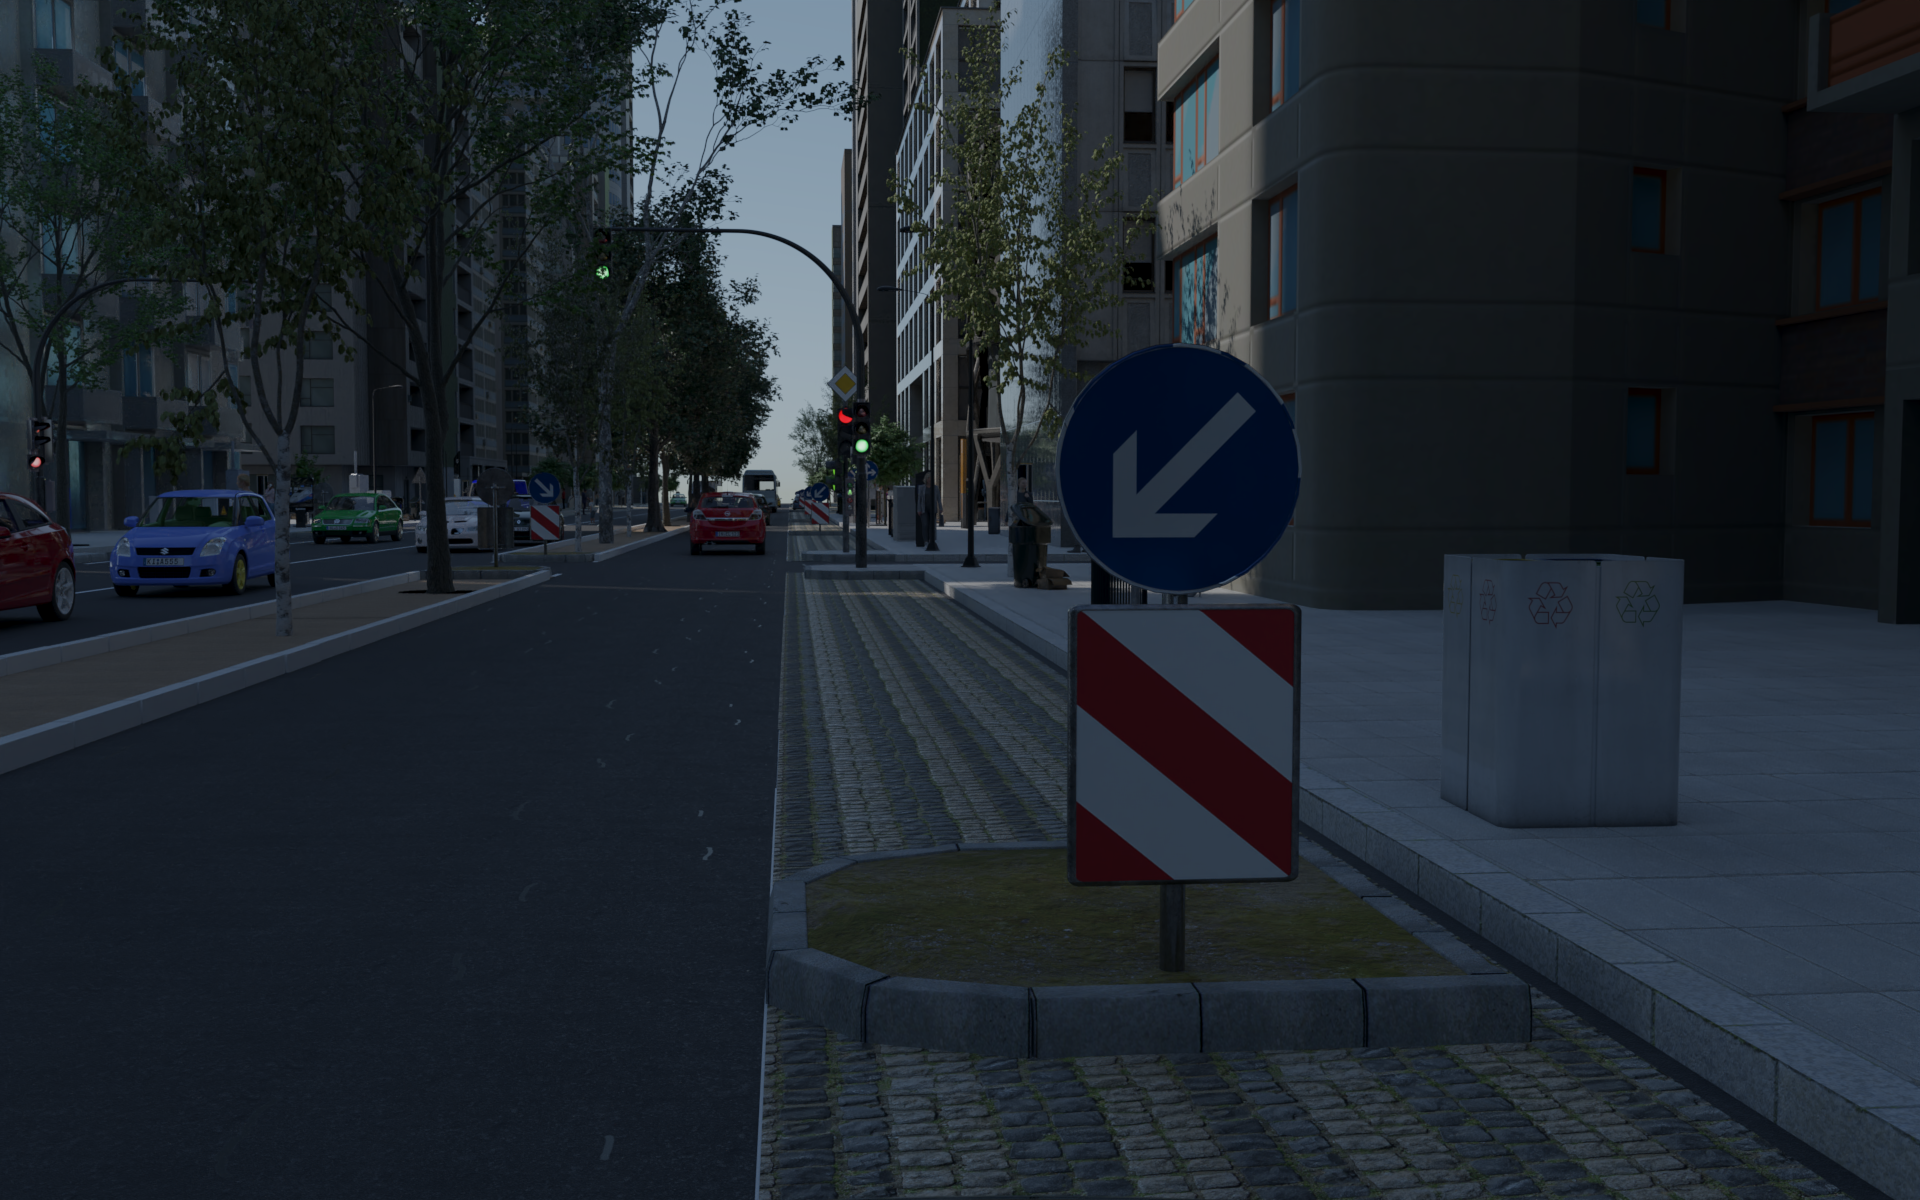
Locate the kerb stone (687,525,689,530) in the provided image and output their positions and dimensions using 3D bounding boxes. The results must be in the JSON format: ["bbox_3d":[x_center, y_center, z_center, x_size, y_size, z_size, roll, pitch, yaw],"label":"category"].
[{"bbox_3d":[-10.662,-2.731,66.899,0.120,0.150,1.000,0,4,-6],"label":"kerb stone"}]

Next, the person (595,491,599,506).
[{"bbox_3d":[-39.697,-11.039,189.712,0.721,1.735,1.217,-3,5,-41],"label":"person"}]

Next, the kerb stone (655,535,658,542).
[{"bbox_3d":[-9.164,-1.797,51.596,0.120,0.150,1.000,0,4,-6],"label":"kerb stone"}]

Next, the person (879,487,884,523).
[{"bbox_3d":[-3.422,-4.226,75.712,0.524,1.755,0.480,3,5,40],"label":"person"}]

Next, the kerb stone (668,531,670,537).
[{"bbox_3d":[-9.664,-2.110,56.692,0.120,0.150,1.000,0,4,-6],"label":"kerb stone"}]

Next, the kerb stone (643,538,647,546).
[{"bbox_3d":[-8.761,-1.548,47.513,0.120,0.150,1.000,0,4,-6],"label":"kerb stone"}]

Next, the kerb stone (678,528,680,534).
[{"bbox_3d":[-10.160,-2.422,61.795,0.120,0.150,1.000,0,4,-6],"label":"kerb stone"}]

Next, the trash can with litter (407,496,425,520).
[{"bbox_3d":[-26.897,-4.517,85.244,0.624,1.170,1.055,1,4,17],"label":"trash can with litter"}]

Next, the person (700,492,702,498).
[{"bbox_3d":[-21.130,-8.028,141.227,0.415,1.643,0.593,2,4,30],"label":"person"}]

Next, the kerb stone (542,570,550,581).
[{"bbox_3d":[-6.907,-0.393,28.614,0.120,0.150,1.000,0,4,-6],"label":"kerb stone"}]

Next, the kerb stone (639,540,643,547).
[{"bbox_3d":[-8.670,-1.486,46.495,0.120,0.150,1.000,0,4,-6],"label":"kerb stone"}]

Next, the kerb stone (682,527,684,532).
[{"bbox_3d":[-10.367,-2.546,63.830,0.120,0.150,1.000,0,4,-6],"label":"kerb stone"}]

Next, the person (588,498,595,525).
[{"bbox_3d":[-17.241,-4.154,81.097,0.332,1.250,0.352,-2,4,-25],"label":"person"}]

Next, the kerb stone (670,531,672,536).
[{"bbox_3d":[-9.764,-2.168,57.709,0.120,0.150,1.000,0,4,-6],"label":"kerb stone"}]

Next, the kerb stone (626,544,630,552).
[{"bbox_3d":[-8.257,-1.237,42.416,0.120,0.150,1.000,0,4,-6],"label":"kerb stone"}]

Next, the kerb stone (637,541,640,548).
[{"bbox_3d":[-8.567,-1.421,45.477,0.120,0.150,1.000,0,4,-6],"label":"kerb stone"}]

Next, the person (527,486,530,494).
[{"bbox_3d":[-29.784,-6.936,119.535,0.705,1.814,1.350,0,4,5],"label":"person"}]

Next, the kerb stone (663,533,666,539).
[{"bbox_3d":[-9.464,-1.985,54.647,0.120,0.150,1.000,0,4,-6],"label":"kerb stone"}]

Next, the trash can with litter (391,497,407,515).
[{"bbox_3d":[-25.053,-4.012,76.977,0.624,1.170,1.055,-1,4,-19],"label":"trash can with litter"}]

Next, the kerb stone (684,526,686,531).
[{"bbox_3d":[-10.460,-2.609,64.856,0.120,0.150,1.000,0,4,-6],"label":"kerb stone"}]

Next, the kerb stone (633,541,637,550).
[{"bbox_3d":[-8.461,-1.362,44.457,0.120,0.150,1.000,0,4,-6],"label":"kerb stone"}]

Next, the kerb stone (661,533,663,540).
[{"bbox_3d":[-9.366,-1.922,53.630,0.120,0.150,1.000,0,4,-6],"label":"kerb stone"}]

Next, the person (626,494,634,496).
[{"bbox_3d":[-40.047,-12.423,209.876,1.217,1.743,0.721,0,4,4],"label":"person"}]

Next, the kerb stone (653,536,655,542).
[{"bbox_3d":[-9.067,-1.736,50.579,0.120,0.150,1.000,0,4,-6],"label":"kerb stone"}]

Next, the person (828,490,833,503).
[{"bbox_3d":[-13.788,-10.704,181.765,1.217,1.743,0.721,2,4,27],"label":"person"}]

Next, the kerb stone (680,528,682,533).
[{"bbox_3d":[-10.267,-2.483,62.813,0.120,0.150,1.000,0,4,-6],"label":"kerb stone"}]

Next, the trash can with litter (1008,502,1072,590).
[{"bbox_3d":[1.137,-0.745,23.568,0.624,1.170,1.055,-3,4,-36],"label":"trash can with litter"}]

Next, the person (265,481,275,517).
[{"bbox_3d":[-24.864,-3.428,62.680,0.643,1.750,0.593,-1,4,-19],"label":"person"}]

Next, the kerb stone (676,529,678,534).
[{"bbox_3d":[-10.072,-2.348,60.767,0.120,0.150,1.000,0,4,-6],"label":"kerb stone"}]

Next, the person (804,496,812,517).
[{"bbox_3d":[-9.435,-6.043,107.650,0.601,1.785,0.444,-1,4,-23],"label":"person"}]

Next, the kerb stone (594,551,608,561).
[{"bbox_3d":[-7.763,-0.925,37.316,0.120,0.150,1.000,0,4,-6],"label":"kerb stone"}]

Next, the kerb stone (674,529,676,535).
[{"bbox_3d":[-9.963,-2.297,59.750,0.120,0.150,1.000,0,4,-6],"label":"kerb stone"}]

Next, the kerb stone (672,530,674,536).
[{"bbox_3d":[-9.864,-2.234,58.726,0.120,0.150,1.000,0,4,-6],"label":"kerb stone"}]

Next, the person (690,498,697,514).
[{"bbox_3d":[-13.182,-4.434,85.659,0.362,1.253,0.373,-2,4,-30],"label":"person"}]

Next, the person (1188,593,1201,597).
[{"bbox_3d":[2.871,-0.929,21.577,0.374,1.781,0.599,0,4,4],"label":"person"}]

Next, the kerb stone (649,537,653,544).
[{"bbox_3d":[-8.960,-1.673,49.552,0.120,0.150,1.000,0,4,-6],"label":"kerb stone"}]

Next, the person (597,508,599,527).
[{"bbox_3d":[-15.728,-4.107,76.394,0.466,1.731,0.760,2,4,29],"label":"person"}]

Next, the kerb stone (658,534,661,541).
[{"bbox_3d":[-9.259,-1.859,52.614,0.120,0.150,1.000,0,4,-6],"label":"kerb stone"}]

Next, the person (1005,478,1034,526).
[{"bbox_3d":[1.250,-1.654,35.957,0.576,1.772,0.534,-1,4,-21],"label":"person"}]

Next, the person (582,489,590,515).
[{"bbox_3d":[-25.945,-6.796,120.063,0.568,1.767,0.683,-2,4,-28],"label":"person"}]

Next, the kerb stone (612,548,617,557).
[{"bbox_3d":[-7.961,-1.049,39.353,0.120,0.150,1.000,0,4,-6],"label":"kerb stone"}]

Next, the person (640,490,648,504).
[{"bbox_3d":[-40.084,-13.060,219.656,1.350,1.814,0.705,2,4,24],"label":"person"}]

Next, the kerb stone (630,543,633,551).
[{"bbox_3d":[-8.364,-1.299,43.432,0.120,0.150,1.000,0,4,-6],"label":"kerb stone"}]

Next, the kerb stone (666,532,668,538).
[{"bbox_3d":[-9.563,-2.041,55.665,0.120,0.150,1.000,0,4,-6],"label":"kerb stone"}]

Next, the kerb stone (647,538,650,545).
[{"bbox_3d":[-8.864,-1.605,48.535,0.120,0.150,1.000,0,4,-6],"label":"kerb stone"}]

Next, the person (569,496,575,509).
[{"bbox_3d":[-32.428,-8.360,145.992,1.065,1.426,0.557,-3,5,-43],"label":"person"}]

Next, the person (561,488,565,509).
[{"bbox_3d":[-33.575,-8.595,146.516,0.705,1.831,1.348,-1,4,-8],"label":"person"}]

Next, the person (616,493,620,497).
[{"bbox_3d":[-38.950,-11.756,198.277,1.348,1.821,0.705,2,4,32],"label":"person"}]

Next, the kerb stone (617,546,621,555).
[{"bbox_3d":[-8.061,-1.112,40.370,0.120,0.150,1.000,0,4,-6],"label":"kerb stone"}]

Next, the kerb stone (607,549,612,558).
[{"bbox_3d":[-7.861,-0.987,38.333,0.120,0.150,1.000,0,4,-6],"label":"kerb stone"}]

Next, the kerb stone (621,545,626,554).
[{"bbox_3d":[-8.159,-1.171,41.399,0.120,0.150,1.000,0,4,-6],"label":"kerb stone"}]

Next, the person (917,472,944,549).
[{"bbox_3d":[-0.657,-2.123,40.934,0.709,1.800,0.728,0,4,-2],"label":"person"}]

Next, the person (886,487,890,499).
[{"bbox_3d":[-4.852,-6.636,115.224,0.721,1.739,1.217,-3,5,-44],"label":"person"}]

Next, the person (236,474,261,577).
[{"bbox_3d":[-12.300,-1.281,29.796,0.624,1.780,0.694,2,4,32],"label":"person"}]

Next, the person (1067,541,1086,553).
[{"bbox_3d":[2.609,-1.963,37.951,0.447,1.846,0.655,3,5,44],"label":"person"}]
